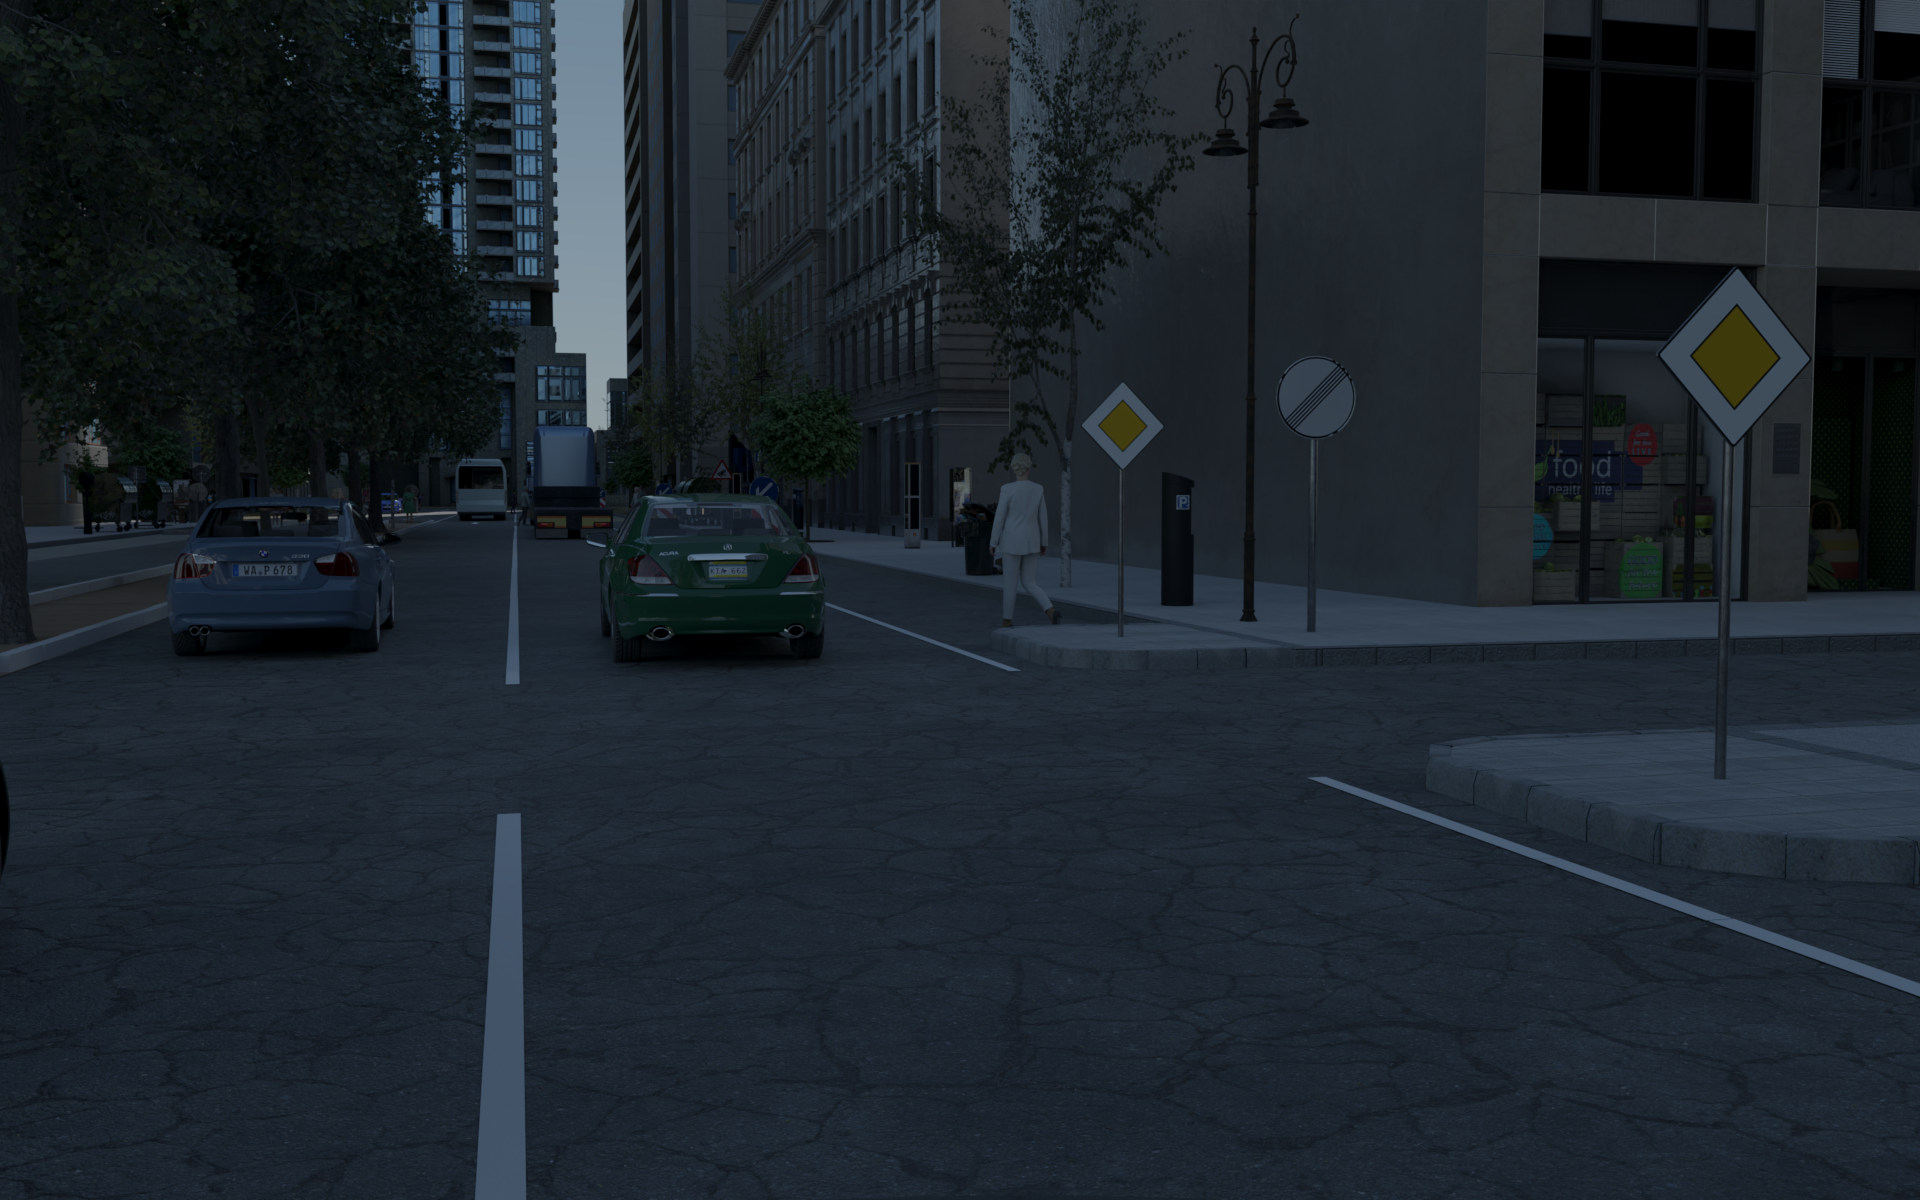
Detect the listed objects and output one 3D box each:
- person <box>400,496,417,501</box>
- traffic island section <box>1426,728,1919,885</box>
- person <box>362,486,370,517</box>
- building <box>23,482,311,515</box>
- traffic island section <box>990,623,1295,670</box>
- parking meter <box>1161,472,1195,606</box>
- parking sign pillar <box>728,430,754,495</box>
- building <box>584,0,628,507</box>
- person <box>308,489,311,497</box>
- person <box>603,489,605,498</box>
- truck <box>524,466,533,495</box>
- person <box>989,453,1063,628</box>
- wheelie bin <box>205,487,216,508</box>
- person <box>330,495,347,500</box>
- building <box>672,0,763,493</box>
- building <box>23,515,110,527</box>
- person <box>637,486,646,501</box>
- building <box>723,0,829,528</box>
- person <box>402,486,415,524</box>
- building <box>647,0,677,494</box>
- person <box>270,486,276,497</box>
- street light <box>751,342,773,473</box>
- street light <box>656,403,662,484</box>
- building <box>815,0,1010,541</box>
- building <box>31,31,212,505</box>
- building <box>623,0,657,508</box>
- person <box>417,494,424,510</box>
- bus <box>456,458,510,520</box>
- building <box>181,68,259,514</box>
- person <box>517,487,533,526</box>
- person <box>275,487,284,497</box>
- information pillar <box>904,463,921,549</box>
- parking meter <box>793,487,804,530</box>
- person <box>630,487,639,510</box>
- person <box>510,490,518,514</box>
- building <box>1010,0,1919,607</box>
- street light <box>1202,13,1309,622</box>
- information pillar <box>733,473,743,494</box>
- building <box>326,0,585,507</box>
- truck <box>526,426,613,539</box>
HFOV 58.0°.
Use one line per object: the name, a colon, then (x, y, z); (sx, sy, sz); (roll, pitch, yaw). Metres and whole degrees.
person: (-38.943, -6.926, 122.454); (1.217, 1.743, 0.721); (-1, 4, -14)
traffic island section: (3.444, 0.884, 7.825); (2.009, 0.180, 2.903); (-1, 4, -14)
person: (-27.210, -4.341, 79.442); (0.573, 1.828, 0.580); (1, 4, 14)
building: (-67.175, -17.856, 136.991); (28.899, 21.520, 27.650); (-1, 4, -14)
traffic island section: (1.461, 0.411, 15.561); (2.009, 0.180, 2.903); (-1, 4, -14)
parking meter: (2.502, -0.703, 19.908); (0.372, 1.533, 0.369); (0, 3, 0)
parking sign pillar: (-9.248, -5.189, 73.319); (1.447, 3.967, 1.447); (2, 4, 28)
building: (-24.094, -53.401, 185.769); (31.000, 86.520, 22.319); (-1, 4, -14)
person: (-30.626, -4.428, 81.902); (0.512, 1.701, 0.522); (-1, 4, -9)
person: (-24.513, -6.744, 118.762); (0.705, 1.824, 1.348); (0, 4, -8)
truck: (-37.234, -10.023, 153.637); (2.967, 4.110, 18.799); (-1, 4, -14)
person: (0.656, -0.548, 17.346); (0.818, 1.842, 0.514); (3, 5, 41)
wheelie bin: (-34.428, -4.397, 79.799); (0.693, 1.594, 0.980); (-2, 4, -26)
person: (-40.349, -6.345, 112.251); (1.348, 1.824, 0.705); (-3, 5, -42)
building: (-8.068, -34.900, 112.612); (21.231, 58.520, 28.212); (-1, 4, -14)
building: (-47.641, -13.086, 58.989); (27.650, 21.520, 28.899); (-1, 4, -14)
person: (-14.379, -4.248, 78.060); (0.767, 1.812, 0.694); (1, 4, 21)
building: (-2.895, -17.144, 77.570); (12.463, 27.353, 25.104); (-1, 4, -14)
person: (-26.376, -4.534, 82.880); (0.600, 1.795, 0.529); (-2, 4, -28)
building: (-16.299, -29.522, 132.797); (14.600, 45.320, 14.200); (-1, 4, -14)
person: (-31.572, -4.314, 79.373); (0.599, 1.781, 0.374); (0, 4, -2)
street light: (-6.047, -4.898, 52.875); (0.468, 5.910, 1.993); (-1, 4, -14)
street light: (-15.257, -7.070, 88.385); (0.468, 5.910, 1.993); (-1, 4, -14)
building: (1.721, -12.658, 56.113); (9.793, 20.994, 18.267); (-1, 4, -14)
building: (-56.396, -30.728, 91.638); (28.713, 52.752, 27.495); (-1, 4, -14)
building: (-17.825, -32.288, 151.605); (21.300, 48.544, 21.600); (-1, 4, -14)
person: (-47.506, -8.611, 152.528); (0.697, 1.427, 0.421); (-2, 4, -34)
bus: (-26.771, -6.261, 97.228); (2.948, 3.499, 13.247); (-1, 4, -14)
building: (-54.542, -28.362, 113.826); (14.600, 45.320, 14.200); (-1, 4, -14)
person: (-19.403, -4.181, 77.339); (0.782, 1.767, 0.515); (3, 5, 42)
person: (-29.093, -3.957, 73.940); (0.466, 1.731, 0.760); (-1, 4, -17)
information pillar: (-1.120, -2.214, 40.688); (0.304, 2.012, 0.304); (-2, 4, -23)
parking meter: (-5.844, -3.315, 62.604); (0.372, 1.533, 0.369); (0, 3, 0)
person: (-15.547, -4.551, 83.387); (0.782, 1.767, 0.515); (2, 4, 30)
person: (-32.271, -7.087, 125.286); (0.530, 1.710, 0.541); (-1, 4, -12)
building: (19.938, -13.930, 32.278); (34.151, 26.468, 19.350); (-1, 4, -14)
street light: (2.912, -2.723, 17.301); (0.468, 5.910, 1.993); (-1, 4, -14)
information pillar: (-7.819, -3.457, 61.019); (0.304, 2.012, 0.304); (0, 4, 6)
building: (-55.064, -52.948, 178.379); (31.000, 86.520, 22.319); (-1, 4, -14)
truck: (-14.380, -4.508, 63.457); (2.967, 4.110, 18.799); (-1, 4, -14)
